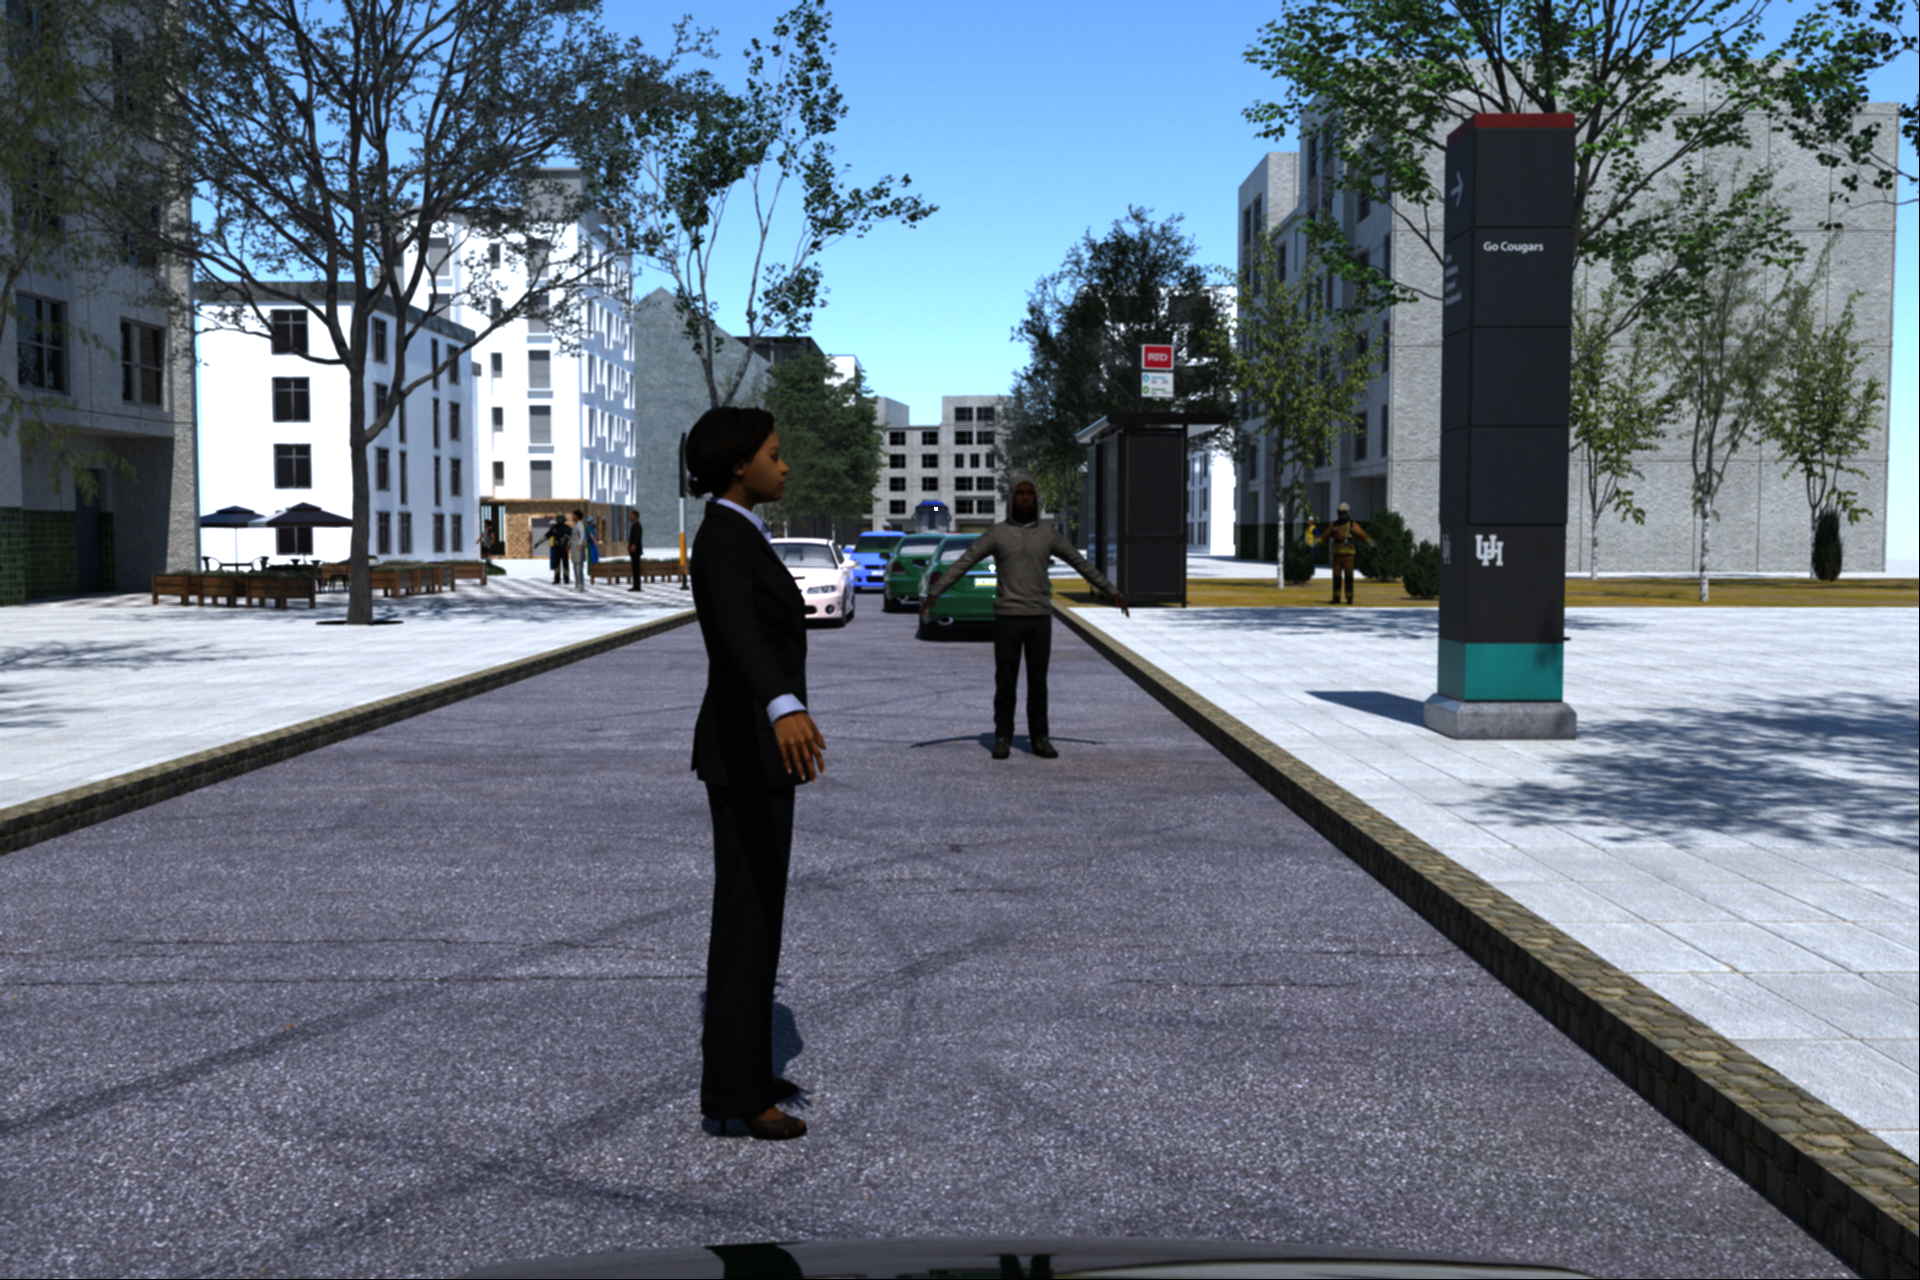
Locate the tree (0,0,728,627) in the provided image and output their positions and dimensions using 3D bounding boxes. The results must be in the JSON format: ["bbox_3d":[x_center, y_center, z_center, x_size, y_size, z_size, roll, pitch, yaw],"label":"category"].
[{"bbox_3d":[-8.432,-6.971,24.345,12.009,13.543,11.850,0,3,0],"label":"tree"}]

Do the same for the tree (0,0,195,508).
[{"bbox_3d":[-9.049,-3.953,14.986,4.360,8.622,3.978,0,3,0],"label":"tree"}]

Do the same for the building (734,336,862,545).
[{"bbox_3d":[-25.931,-21.500,195.506,27.936,21.610,32.646,0,3,0],"label":"building"}]

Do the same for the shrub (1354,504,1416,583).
[{"bbox_3d":[11.189,-2.544,45.640,1.661,2.075,1.752,0,3,0],"label":"shrub"}]

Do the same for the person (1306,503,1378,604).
[{"bbox_3d":[7.003,-1.585,31.677,1.354,1.858,0.705,2,4,31],"label":"person"}]

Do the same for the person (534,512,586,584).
[{"bbox_3d":[-10.235,-2.363,44.414,1.354,1.856,0.705,0,4,6],"label":"person"}]

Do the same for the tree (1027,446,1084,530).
[{"bbox_3d":[6.540,-10.177,116.760,4.737,8.622,4.395,0,3,0],"label":"tree"}]

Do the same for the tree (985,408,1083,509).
[{"bbox_3d":[5.625,-11.793,127.226,7.601,10.594,8.767,1,4,19],"label":"tree"}]

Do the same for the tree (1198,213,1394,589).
[{"bbox_3d":[7.785,-5.514,40.514,4.737,8.622,4.395,0,3,0],"label":"tree"}]

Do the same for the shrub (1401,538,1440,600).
[{"bbox_3d":[9.124,-1.393,33.898,1.383,1.207,1.383,0,3,0],"label":"shrub"}]

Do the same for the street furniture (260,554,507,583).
[{"bbox_3d":[-16.487,-2.097,49.911,5.734,0.657,10.072,0,4,2],"label":"street furniture"}]

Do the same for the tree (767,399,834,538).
[{"bbox_3d":[-9.752,-8.839,94.888,4.360,8.622,3.978,0,3,0],"label":"tree"}]

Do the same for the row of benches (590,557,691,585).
[{"bbox_3d":[-8.126,-1.842,45.579,1.422,0.672,4.104,2,4,29],"label":"row of benches"}]

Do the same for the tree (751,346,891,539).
[{"bbox_3d":[-9.474,-12.818,116.230,9.857,13.997,8.962,0,3,0],"label":"tree"}]

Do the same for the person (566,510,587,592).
[{"bbox_3d":[-8.501,-1.971,38.418,0.705,1.806,1.347,-1,4,-23],"label":"person"}]

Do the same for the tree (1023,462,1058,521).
[{"bbox_3d":[6.207,-11.374,136.325,4.737,8.622,4.395,0,3,0],"label":"tree"}]

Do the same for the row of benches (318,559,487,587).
[{"bbox_3d":[-13.675,-1.675,42.842,4.104,0.672,1.422,0,4,-7],"label":"row of benches"}]

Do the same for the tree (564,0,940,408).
[{"bbox_3d":[-7.492,-12.547,61.036,12.611,20.169,13.585,0,3,0],"label":"tree"}]

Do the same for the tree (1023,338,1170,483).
[{"bbox_3d":[6.408,-8.829,78.772,8.767,10.594,7.601,2,4,32],"label":"tree"}]

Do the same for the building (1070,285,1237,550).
[{"bbox_3d":[23.796,-19.244,158.622,27.936,21.610,32.646,0,3,0],"label":"building"}]

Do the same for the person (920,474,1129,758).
[{"bbox_3d":[0.407,-0.155,11.116,1.348,1.813,0.705,0,4,-7],"label":"person"}]

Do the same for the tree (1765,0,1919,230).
[{"bbox_3d":[23.725,-11.056,36.655,12.611,20.169,13.585,0,3,0],"label":"tree"}]

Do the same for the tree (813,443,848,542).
[{"bbox_3d":[-9.275,-10.955,129.481,4.360,8.622,3.978,0,3,0],"label":"tree"}]

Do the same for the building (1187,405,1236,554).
[{"bbox_3d":[20.567,-10.340,111.206,9.099,9.664,28.070,0,3,0],"label":"building"}]

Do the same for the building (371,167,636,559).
[{"bbox_3d":[-24.434,-14.328,90.682,16.016,20.090,11.380,0,4,1],"label":"building"}]

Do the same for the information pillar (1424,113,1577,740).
[{"bbox_3d":[3.466,-1.325,11.049,0.750,3.857,0.750,0,3,0],"label":"information pillar"}]

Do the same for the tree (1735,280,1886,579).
[{"bbox_3d":[24.460,-6.063,49.493,4.737,8.622,4.395,0,3,0],"label":"tree"}]

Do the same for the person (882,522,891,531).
[{"bbox_3d":[-1.951,-2.409,48.312,0.721,1.772,1.216,0,4,-3],"label":"person"}]

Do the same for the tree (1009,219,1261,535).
[{"bbox_3d":[5.500,-7.165,51.562,7.601,10.594,8.767,2,4,26],"label":"tree"}]

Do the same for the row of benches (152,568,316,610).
[{"bbox_3d":[-12.819,-0.925,30.581,4.104,0.672,1.422,2,4,35],"label":"row of benches"}]

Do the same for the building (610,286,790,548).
[{"bbox_3d":[-26.351,-20.313,163.044,19.493,23.208,18.063,0,4,1],"label":"building"}]

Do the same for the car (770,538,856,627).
[{"bbox_3d":[-2.707,-0.967,28.166,2.083,1.381,4.827,0,4,-1],"label":"car"}]

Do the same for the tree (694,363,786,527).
[{"bbox_3d":[-9.426,-7.612,74.818,4.360,8.622,3.978,0,3,0],"label":"tree"}]

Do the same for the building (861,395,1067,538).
[{"bbox_3d":[-0.984,-21.945,227.707,31.486,18.905,16.747,1,4,9],"label":"building"}]

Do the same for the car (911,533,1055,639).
[{"bbox_3d":[0.343,-0.809,25.028,2.131,1.459,4.920,0,3,0],"label":"car"}]

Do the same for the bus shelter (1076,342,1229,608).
[{"bbox_3d":[3.500,-3.452,34.064,2.179,5.291,8.768,0,4,-1],"label":"bus shelter"}]

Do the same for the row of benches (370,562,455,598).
[{"bbox_3d":[-11.559,-1.289,36.532,1.422,0.672,4.104,0,3,0],"label":"row of benches"}]

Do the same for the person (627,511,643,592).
[{"bbox_3d":[-7.280,-1.986,38.701,0.704,1.802,1.346,-1,4,-14],"label":"person"}]

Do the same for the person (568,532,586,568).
[{"bbox_3d":[-14.482,-3.638,65.755,1.348,1.796,0.705,3,5,41],"label":"person"}]

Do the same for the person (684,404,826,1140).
[{"bbox_3d":[-0.444,0.303,4.223,0.721,1.740,1.216,-1,4,-9],"label":"person"}]

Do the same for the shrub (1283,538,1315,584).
[{"bbox_3d":[8.680,-2.047,44.593,1.383,1.207,1.383,0,3,0],"label":"shrub"}]

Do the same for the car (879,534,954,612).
[{"bbox_3d":[-0.510,-1.310,33.222,2.131,1.459,4.920,0,4,-1],"label":"car"}]

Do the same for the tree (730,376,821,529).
[{"bbox_3d":[-9.344,-8.018,81.459,4.360,8.622,3.978,0,3,0],"label":"tree"}]

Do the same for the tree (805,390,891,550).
[{"bbox_3d":[-9.296,-13.346,136.342,7.486,12.596,7.792,0,3,0],"label":"tree"}]

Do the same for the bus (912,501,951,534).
[{"bbox_3d":[-2.081,-8.586,131.929,2.896,3.916,12.251,0,3,0],"label":"bus"}]

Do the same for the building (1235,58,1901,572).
[{"bbox_3d":[22.633,-12.647,73.237,16.747,18.905,31.486,0,4,0],"label":"building"}]

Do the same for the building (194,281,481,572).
[{"bbox_3d":[-24.537,-7.924,71.709,9.099,9.664,28.070,0,4,0],"label":"building"}]

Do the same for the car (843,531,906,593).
[{"bbox_3d":[-1.899,-2.041,42.961,1.945,1.707,3.694,0,4,-1],"label":"car"}]

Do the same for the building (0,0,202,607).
[{"bbox_3d":[-25.267,-9.533,22.328,16.747,18.905,31.486,0,3,0],"label":"building"}]

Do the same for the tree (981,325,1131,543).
[{"bbox_3d":[6.160,-11.576,99.643,12.009,13.543,11.850,0,3,0],"label":"tree"}]

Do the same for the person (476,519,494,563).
[{"bbox_3d":[-17.559,-3.554,64.249,0.704,1.843,1.345,-3,5,-41],"label":"person"}]

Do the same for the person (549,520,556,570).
[{"bbox_3d":[-14.426,-3.383,61.777,0.721,1.772,1.216,-2,4,-33],"label":"person"}]

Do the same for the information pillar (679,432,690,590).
[{"bbox_3d":[-6.342,-2.957,39.700,0.183,3.616,0.504,0,3,0],"label":"information pillar"}]

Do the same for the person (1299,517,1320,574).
[{"bbox_3d":[10.951,-2.956,54.302,0.705,1.833,1.349,-1,4,-21],"label":"person"}]

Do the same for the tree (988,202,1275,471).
[{"bbox_3d":[6.572,-9.373,63.623,12.009,13.543,11.850,0,3,0],"label":"tree"}]

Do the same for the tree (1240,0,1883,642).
[{"bbox_3d":[6.888,-5.798,20.546,9.928,11.665,9.643,0,3,0],"label":"tree"}]

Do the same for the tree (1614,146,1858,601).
[{"bbox_3d":[14.007,-5.049,32.920,4.360,8.622,3.978,0,3,0],"label":"tree"}]

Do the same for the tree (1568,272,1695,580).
[{"bbox_3d":[17.957,-5.986,48.240,4.737,8.622,4.395,0,3,0],"label":"tree"}]

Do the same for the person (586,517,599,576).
[{"bbox_3d":[-11.258,-2.868,53.016,0.704,1.817,1.347,-1,4,-19],"label":"person"}]
